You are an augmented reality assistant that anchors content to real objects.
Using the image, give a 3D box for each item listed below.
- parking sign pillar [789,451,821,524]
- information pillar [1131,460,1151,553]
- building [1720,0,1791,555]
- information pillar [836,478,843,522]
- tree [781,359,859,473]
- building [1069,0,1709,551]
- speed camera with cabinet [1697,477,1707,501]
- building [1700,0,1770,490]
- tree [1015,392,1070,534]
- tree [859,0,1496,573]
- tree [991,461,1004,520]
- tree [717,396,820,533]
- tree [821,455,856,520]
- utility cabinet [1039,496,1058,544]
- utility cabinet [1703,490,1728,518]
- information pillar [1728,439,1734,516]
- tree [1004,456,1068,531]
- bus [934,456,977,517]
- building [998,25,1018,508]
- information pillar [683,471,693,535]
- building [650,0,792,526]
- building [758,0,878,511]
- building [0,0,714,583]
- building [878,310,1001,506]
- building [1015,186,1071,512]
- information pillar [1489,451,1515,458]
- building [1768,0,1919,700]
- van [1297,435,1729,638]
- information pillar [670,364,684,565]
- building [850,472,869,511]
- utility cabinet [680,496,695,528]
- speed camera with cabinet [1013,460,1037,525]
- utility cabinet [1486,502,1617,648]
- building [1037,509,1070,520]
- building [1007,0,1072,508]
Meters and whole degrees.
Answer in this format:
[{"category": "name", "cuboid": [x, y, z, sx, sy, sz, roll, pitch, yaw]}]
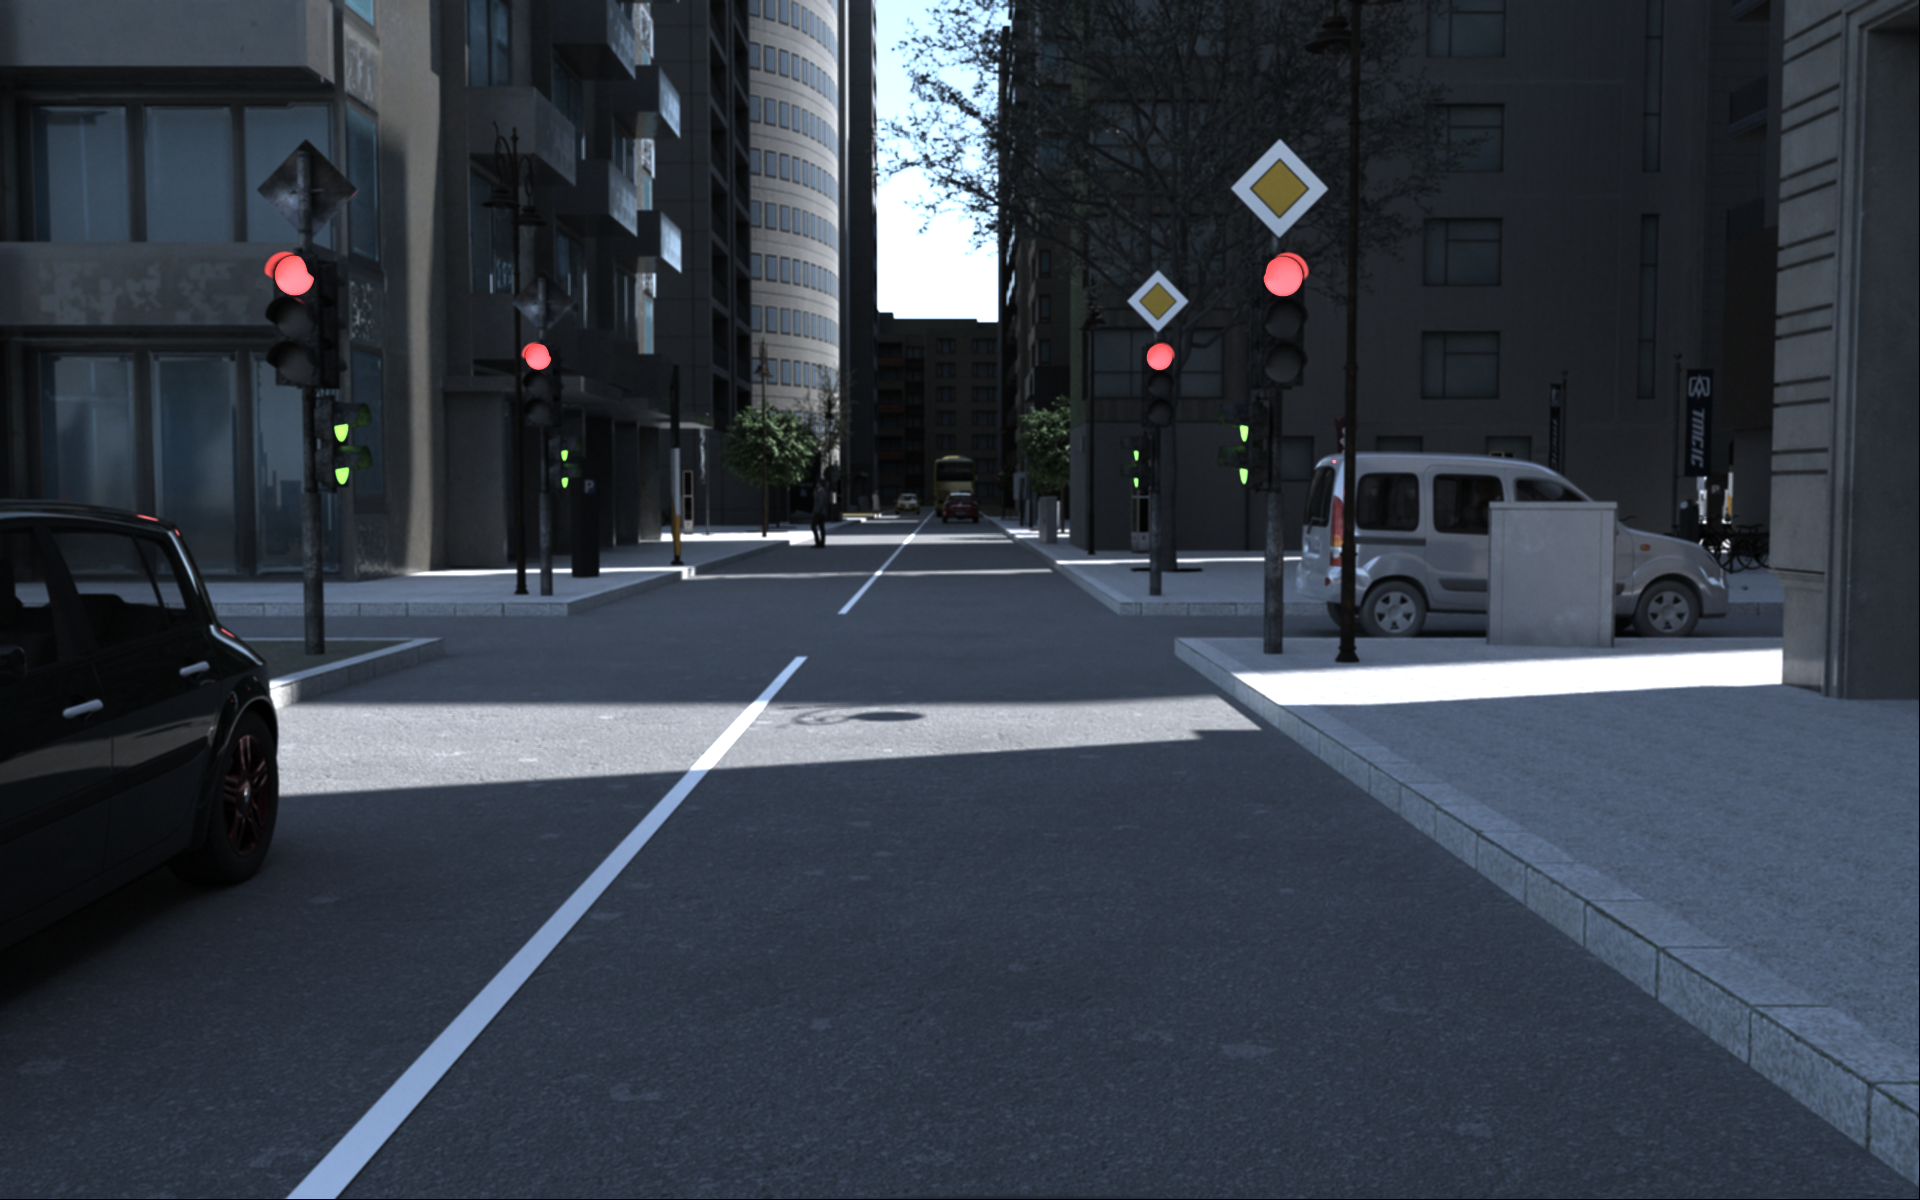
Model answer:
[{"category": "parking sign pillar", "cuboid": [-6.660, -5.278, 74.774, 1.447, 3.967, 1.447, 2, 4, 26]}, {"category": "information pillar", "cuboid": [3.917, -2.022, 37.546, 0.304, 2.012, 0.304, -1, 4, -23]}, {"category": "building", "cuboid": [23.674, -23.211, 29.616, 14.200, 45.320, 14.600, 0, 4, 0]}, {"category": "information pillar", "cuboid": [-5.591, -4.633, 80.248, 0.304, 2.012, 0.304, 0, 4, -1]}, {"category": "tree", "cuboid": [-7.373, -8.796, 94.177, 4.360, 8.622, 3.978, 0, 3, 0]}, {"category": "building", "cuboid": [9.808, -22.091, 44.781, 14.154, 41.232, 14.086, 0, 4, 0]}, {"category": "speed camera with cabinet", "cuboid": [35.293, -5.415, 82.877, 0.660, 3.252, 2.038, 2, 4, 30]}, {"category": "building", "cuboid": [67.503, -44.187, 160.707, 20.611, 71.187, 20.563, 0, 4, 0]}, {"category": "tree", "cuboid": [3.400, -4.435, 56.233, 4.285, 4.588, 4.351, 0, 3, 0]}, {"category": "tree", "cuboid": [3.498, -7.209, 28.243, 12.009, 13.543, 11.850, 0, 3, 0]}, {"category": "tree", "cuboid": [2.379, -5.633, 86.707, 1.663, 3.219, 1.824, 0, 3, 0]}, {"category": "tree", "cuboid": [-6.485, -4.559, 58.254, 4.285, 4.588, 4.351, 0, 3, 0]}, {"category": "tree", "cuboid": [-6.247, -5.636, 86.745, 1.663, 3.219, 1.824, 0, 3, 0]}, {"category": "utility cabinet", "cuboid": [2.287, -2.078, 45.130, 0.306, 1.237, 1.020, -1, 4, -9]}, {"category": "utility cabinet", "cuboid": [40.299, -5.119, 92.369, 0.318, 1.500, 1.173, -3, 4, -38]}, {"category": "information pillar", "cuboid": [29.590, -4.577, 66.195, 0.183, 3.616, 0.504, -1, 4, -20]}, {"category": "tree", "cuboid": [2.851, -4.036, 60.590, 1.663, 3.219, 1.824, 0, 3, 0]}, {"category": "bus", "cuboid": [-0.298, -7.336, 111.494, 2.896, 3.916, 12.252, 0, 4, 0]}, {"category": "building", "cuboid": [10.671, -31.429, 163.969, 14.600, 45.320, 14.200, 0, 4, 0]}, {"category": "information pillar", "cuboid": [-8.620, -3.083, 54.905, 0.304, 2.012, 0.304, -1, 4, -9]}, {"category": "building", "cuboid": [-18.134, -39.148, 78.322, 20.563, 71.187, 20.611, 0, 4, 0]}, {"category": "building", "cuboid": [-21.839, -37.816, 160.290, 28.212, 58.520, 21.231, 0, 4, 0]}, {"category": "building", "cuboid": [-18.364, -25.480, 36.214, 23.786, 49.044, 30.456, 0, 4, 0]}, {"category": "building", "cuboid": [-9.267, -21.419, 195.242, 28.899, 21.520, 27.650, 0, 4, 0]}, {"category": "building", "cuboid": [17.953, -16.333, 112.088, 27.650, 21.520, 28.899, 0, 4, 0]}, {"category": "information pillar", "cuboid": [9.291, -1.545, 29.752, 0.304, 2.012, 0.304, -2, 4, -35]}, {"category": "building", "cuboid": [10.564, -10.102, 1.332, 11.583, 22.565, 21.152, 0, 4, 0]}, {"category": "van", "cuboid": [5.510, -0.633, 17.367, 4.112, 2.044, 2.013, 0, 4, -1]}, {"category": "information pillar", "cuboid": [-5.165, -2.451, 31.429, 0.183, 3.616, 0.504, -1, 4, -19]}, {"category": "building", "cuboid": [-23.695, -27.228, 137.052, 32.217, 40.220, 23.993, 0, 4, 0]}, {"category": "utility cabinet", "cuboid": [-10.400, -3.311, 65.295, 0.306, 1.237, 1.020, 1, 4, 23]}, {"category": "speed camera with cabinet", "cuboid": [2.722, -4.771, 72.333, 0.660, 3.252, 2.038, 1, 4, 16]}, {"category": "utility cabinet", "cuboid": [5.012, -0.215, 14.684, 1.020, 1.237, 0.306, 1, 4, 19]}, {"category": "building", "cuboid": [14.906, -46.916, 79.752, 22.319, 86.520, 31.000, 0, 4, 0]}, {"category": "building", "cuboid": [15.222, -31.926, 141.595, 23.786, 49.044, 30.456, 0, 4, 0]}]
